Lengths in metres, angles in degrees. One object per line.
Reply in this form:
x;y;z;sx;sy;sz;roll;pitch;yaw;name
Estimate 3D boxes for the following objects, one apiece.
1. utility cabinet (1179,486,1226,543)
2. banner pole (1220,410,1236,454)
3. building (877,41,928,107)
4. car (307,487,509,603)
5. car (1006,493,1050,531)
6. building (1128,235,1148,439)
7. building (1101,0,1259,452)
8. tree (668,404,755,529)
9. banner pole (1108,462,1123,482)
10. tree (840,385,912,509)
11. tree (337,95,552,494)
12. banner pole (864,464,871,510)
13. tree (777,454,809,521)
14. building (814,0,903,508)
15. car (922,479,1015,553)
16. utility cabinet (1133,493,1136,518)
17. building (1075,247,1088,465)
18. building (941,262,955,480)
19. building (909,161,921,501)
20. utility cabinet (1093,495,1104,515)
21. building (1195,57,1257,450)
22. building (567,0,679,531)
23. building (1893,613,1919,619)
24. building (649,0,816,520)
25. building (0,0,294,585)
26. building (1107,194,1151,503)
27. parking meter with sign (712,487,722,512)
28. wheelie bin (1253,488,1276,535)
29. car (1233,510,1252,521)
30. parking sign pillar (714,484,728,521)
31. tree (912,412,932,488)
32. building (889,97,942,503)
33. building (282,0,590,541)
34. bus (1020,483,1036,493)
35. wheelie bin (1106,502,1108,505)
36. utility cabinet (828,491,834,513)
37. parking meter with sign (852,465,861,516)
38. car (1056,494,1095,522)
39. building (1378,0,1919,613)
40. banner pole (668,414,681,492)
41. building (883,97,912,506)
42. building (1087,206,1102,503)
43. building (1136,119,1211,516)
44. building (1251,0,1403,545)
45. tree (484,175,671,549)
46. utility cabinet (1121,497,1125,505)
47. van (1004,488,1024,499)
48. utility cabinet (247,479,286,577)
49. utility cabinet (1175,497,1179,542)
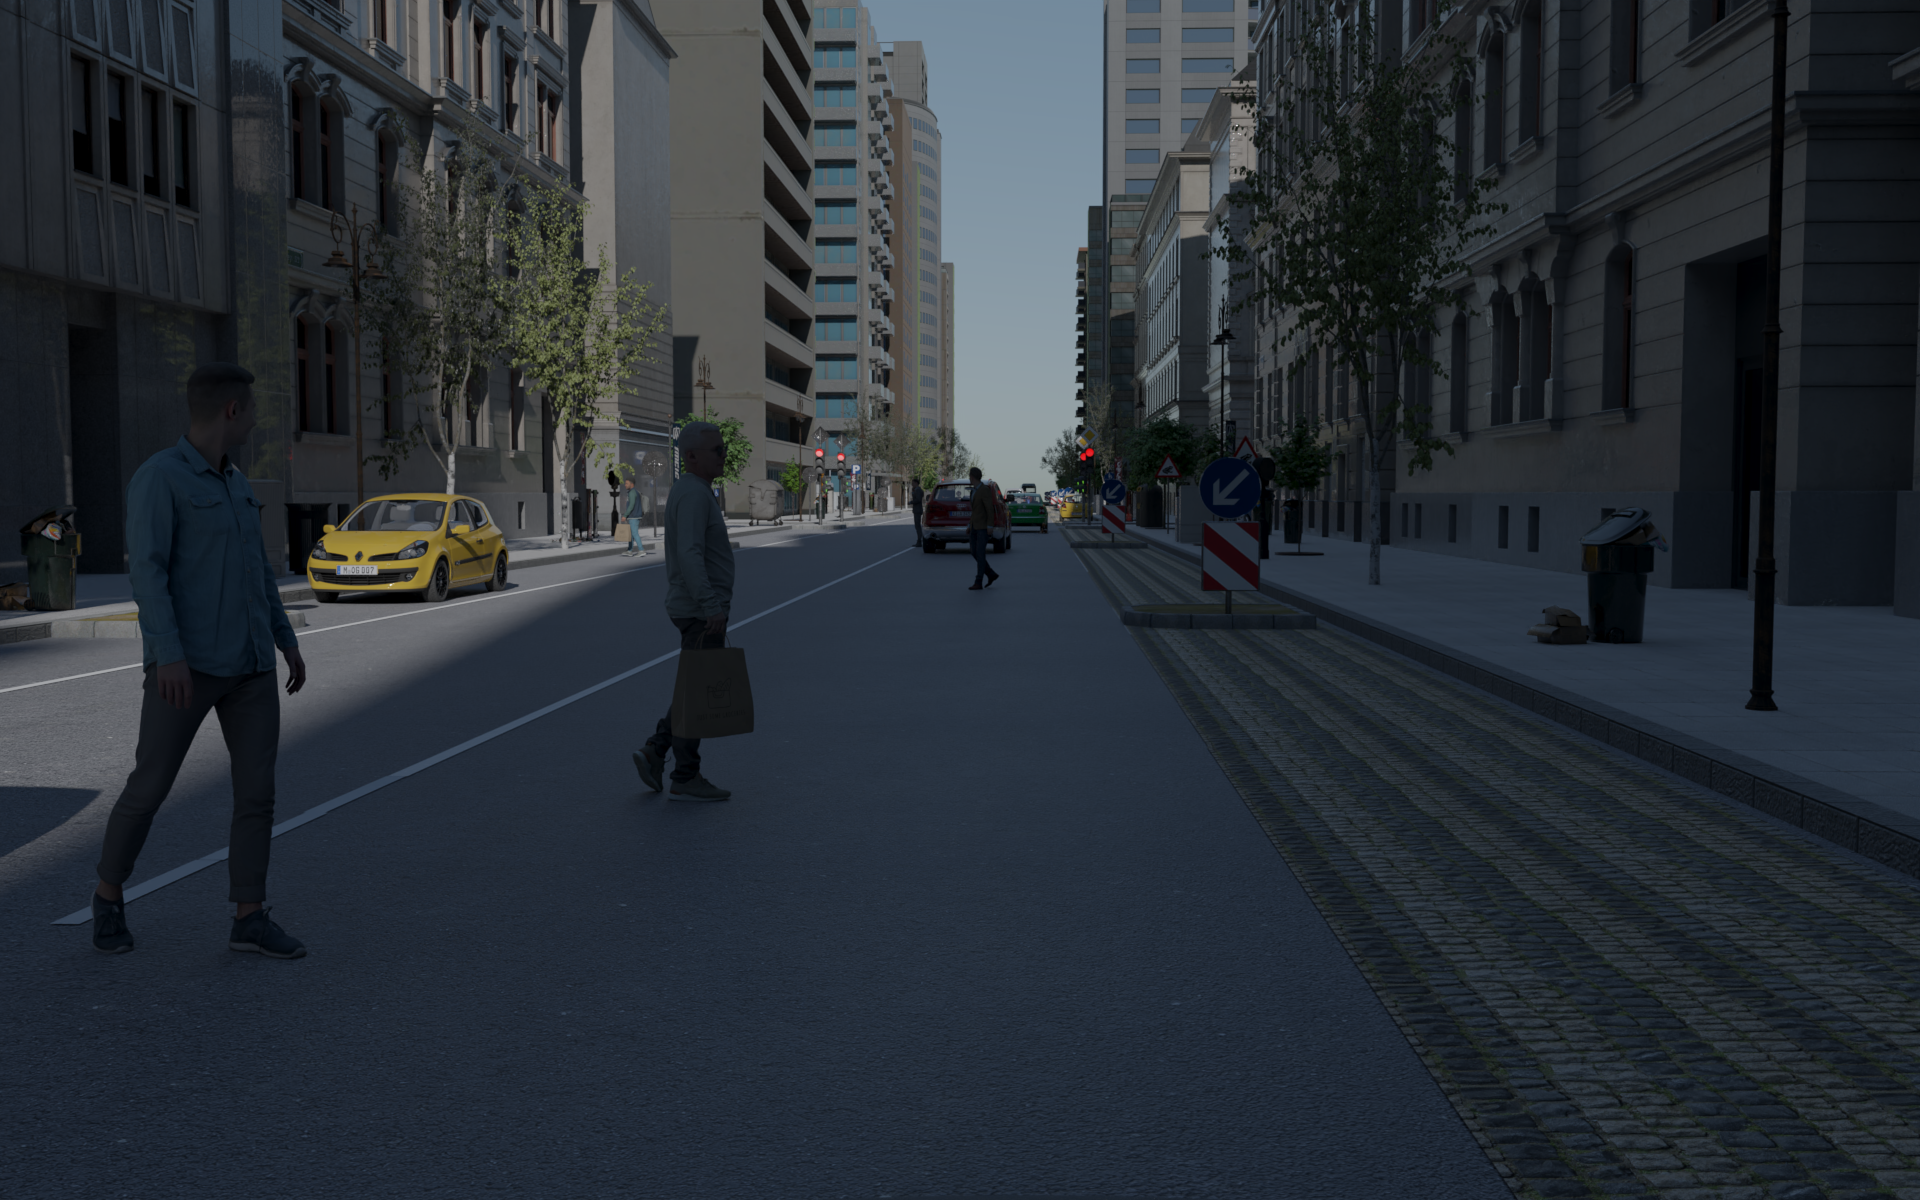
6.318;-2.230;45.146;1.173;1.500;0.318;0;4;1;utility cabinet
7.943;-3.766;51.590;0.863;3.779;0.401;-3;5;-40;banner pole
-13.462;-51.438;279.258;20.563;71.187;20.611;0;4;2;building
-7.635;-0.851;24.130;2.015;1.641;3.980;0;4;3;car
2.452;-3.508;66.159;1.959;1.807;4.718;0;4;2;car
20.595;-21.033;141.154;12.463;27.353;25.104;0;4;2;building
26.099;-39.618;189.746;21.231;58.520;28.212;0;4;2;building
-9.109;-4.851;63.024;4.285;4.588;4.351;0;3;0;tree
11.009;-8.203;124.136;0.863;3.779;0.401;1;4;12;banner pole
-6.357;-10.246;117.884;4.360;8.622;3.978;0;3;0;tree
-9.634;-5.023;32.485;4.360;8.622;3.978;0;3;0;tree
-7.693;-9.362;143.085;0.863;3.779;0.401;2;4;29;banner pole
-7.876;-5.406;82.989;1.663;3.219;1.824;0;3;0;tree
-18.193;-33.692;170.468;23.786;49.044;30.456;0;4;2;building
0.216;-2.133;43.545;2.281;1.827;5.304;0;4;4;car
9.207;-5.059;91.400;0.318;1.500;1.173;-1;4;-15;utility cabinet
31.017;-39.359;298.147;22.147;44.769;28.867;0;4;2;building
-8.266;-37.557;297.643;14.154;41.232;14.086;0;4;2;building
-12.182;-32.012;206.983;14.154;41.232;14.086;0;4;2;building
8.629;-5.841;106.663;0.306;1.237;1.020;0;4;-7;utility cabinet
22.098;-15.706;85.675;19.941;23.489;11.050;0;4;2;building
-20.413;-13.153;64.204;18.267;20.994;9.793;0;4;2;building
15.576;-13.372;6.030;14.401;28.519;23.554;0;4;2;building
-20.025;-28.895;96.134;21.300;48.544;21.600;0;4;2;building
-19.196;-12.528;22.858;12.078;24.808;19.932;0;4;2;building
21.381;-24.293;168.893;14.160;30.474;14.107;0;4;2;building
-10.235;-4.466;69.281;0.543;3.016;1.738;3;5;44;parking meter with sign
9.510;-2.835;54.268;0.693;1.594;0.980;1;4;17;wheelie bin
13.495;-3.791;73.984;4.499;1.417;2.014;0;4;4;car
-11.909;-5.808;83.436;1.447;3.967;1.447;2;4;26;parking sign pillar
-5.319;-11.233;134.018;4.360;8.622;3.978;0;3;0;tree
-13.964;-43.626;255.279;21.231;58.520;28.212;0;4;2;building
-19.065;-15.729;44.561;14.401;28.519;23.554;0;4;2;building
11.848;-18.885;303.621;2.948;3.499;13.247;0;4;0;bus
11.395;-7.771;134.972;0.693;1.594;0.980;3;5;43;wheelie bin
-8.662;-6.568;116.070;0.318;1.500;1.173;0;4;2;utility cabinet
-6.182;-6.592;104.047;0.543;3.016;1.738;0;3;0;parking meter with sign
6.004;-4.865;89.766;2.015;1.641;3.980;0;4;2;car
16.158;-14.826;29.791;14.401;28.519;23.554;0;4;2;building
-8.918;-3.917;54.054;0.401;3.779;0.863;-3;5;-42;banner pole
-12.709;-33.183;192.656;14.600;45.320;14.200;0;4;2;building
25.106;-34.460;247.011;14.154;41.232;14.086;0;4;2;building
20.465;-17.143;113.571;16.112;22.955;30.059;0;4;2;building
16.543;-15.746;54.709;12.463;27.353;25.104;0;4;2;building
-9.112;-5.491;40.148;4.737;8.622;4.395;0;3;0;tree
9.007;-5.110;94.714;0.306;1.237;1.020;0;4;-1;utility cabinet
3.897;-7.177;124.360;2.013;2.044;4.112;0;4;1;van
-10.720;-1.054;25.919;0.318;1.500;1.173;3;4;38;utility cabinet
5.946;-2.170;46.637;0.306;1.237;1.020;0;4;4;utility cabinet
